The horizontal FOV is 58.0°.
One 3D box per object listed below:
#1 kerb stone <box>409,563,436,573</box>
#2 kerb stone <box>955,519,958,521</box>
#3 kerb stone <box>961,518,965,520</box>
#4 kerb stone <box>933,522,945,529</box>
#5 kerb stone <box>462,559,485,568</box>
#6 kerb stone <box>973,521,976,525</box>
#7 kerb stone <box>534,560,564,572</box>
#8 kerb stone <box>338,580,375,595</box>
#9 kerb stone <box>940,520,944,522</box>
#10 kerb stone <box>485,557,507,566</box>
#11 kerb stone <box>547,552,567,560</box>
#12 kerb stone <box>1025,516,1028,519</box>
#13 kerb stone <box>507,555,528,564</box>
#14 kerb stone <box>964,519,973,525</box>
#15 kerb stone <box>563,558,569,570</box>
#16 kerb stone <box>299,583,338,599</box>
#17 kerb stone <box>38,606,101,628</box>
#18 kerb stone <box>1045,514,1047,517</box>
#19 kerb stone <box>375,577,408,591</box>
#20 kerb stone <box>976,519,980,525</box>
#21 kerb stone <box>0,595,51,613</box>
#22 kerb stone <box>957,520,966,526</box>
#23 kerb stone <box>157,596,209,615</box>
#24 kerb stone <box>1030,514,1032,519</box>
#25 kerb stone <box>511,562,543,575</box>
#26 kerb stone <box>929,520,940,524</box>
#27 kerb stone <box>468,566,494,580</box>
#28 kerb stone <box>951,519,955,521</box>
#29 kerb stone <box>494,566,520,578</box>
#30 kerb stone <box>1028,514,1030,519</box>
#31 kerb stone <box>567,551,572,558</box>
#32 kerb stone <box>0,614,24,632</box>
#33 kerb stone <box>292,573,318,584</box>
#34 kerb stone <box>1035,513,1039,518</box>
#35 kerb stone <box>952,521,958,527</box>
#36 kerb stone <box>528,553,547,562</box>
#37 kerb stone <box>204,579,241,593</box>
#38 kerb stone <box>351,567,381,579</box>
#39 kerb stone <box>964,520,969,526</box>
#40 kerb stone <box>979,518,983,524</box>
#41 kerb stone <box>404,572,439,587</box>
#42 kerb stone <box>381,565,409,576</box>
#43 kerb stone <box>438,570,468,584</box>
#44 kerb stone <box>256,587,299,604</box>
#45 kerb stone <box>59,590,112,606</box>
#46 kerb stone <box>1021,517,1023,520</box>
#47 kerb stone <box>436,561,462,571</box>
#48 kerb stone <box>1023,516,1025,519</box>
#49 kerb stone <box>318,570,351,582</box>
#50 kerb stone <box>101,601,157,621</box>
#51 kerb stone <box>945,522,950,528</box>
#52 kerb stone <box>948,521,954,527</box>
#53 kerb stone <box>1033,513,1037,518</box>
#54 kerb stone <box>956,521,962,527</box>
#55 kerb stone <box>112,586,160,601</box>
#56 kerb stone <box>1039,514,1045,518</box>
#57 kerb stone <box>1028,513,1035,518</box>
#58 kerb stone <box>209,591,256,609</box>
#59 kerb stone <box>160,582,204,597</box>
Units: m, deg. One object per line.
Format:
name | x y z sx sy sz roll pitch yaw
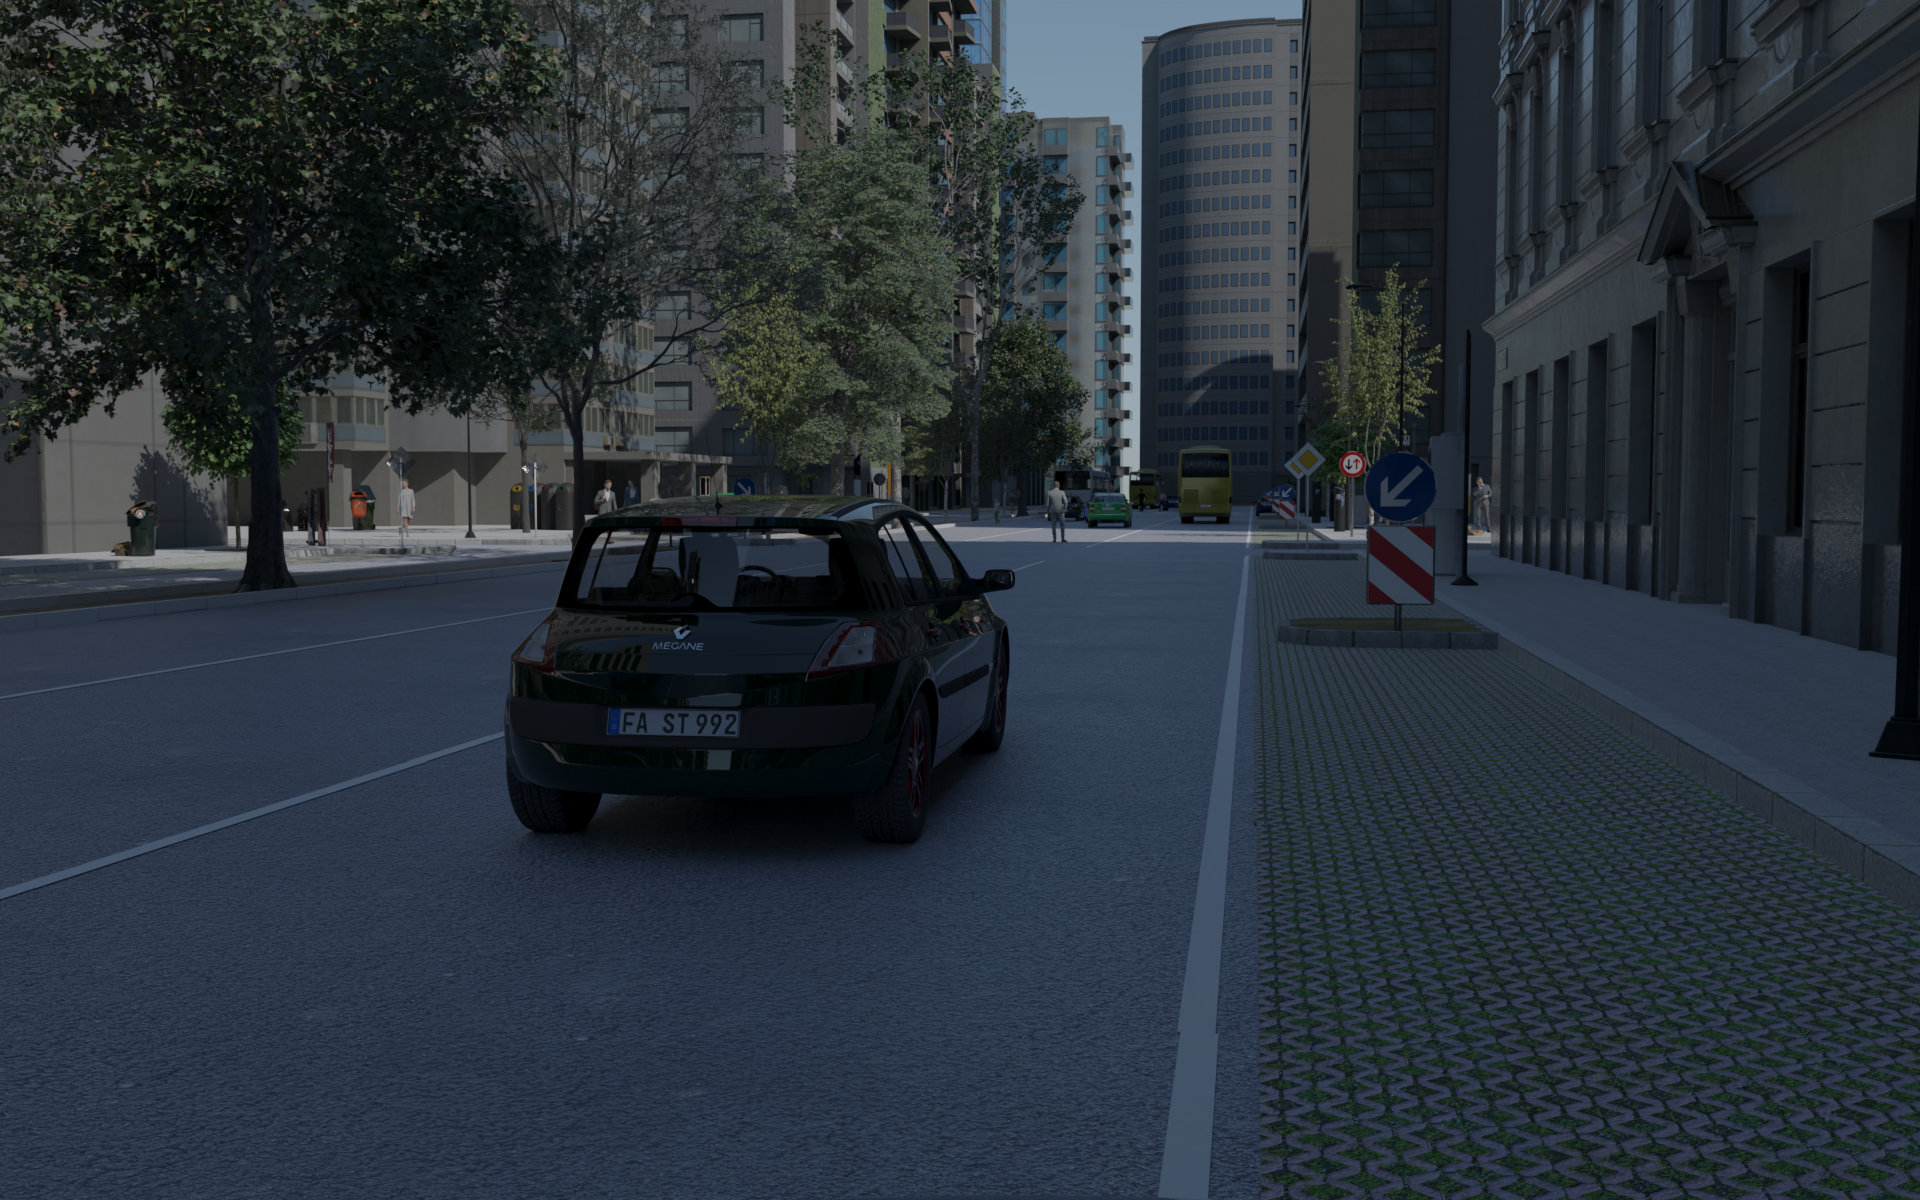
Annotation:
kerb stone | -9.875 -0.572 31.545 0.120 0.150 1.000 1 4 10
kerb stone | -0.371 -4.001 87.699 0.120 0.150 1.000 1 4 10
kerb stone | -0.027 -4.127 89.723 0.120 0.150 1.000 1 4 10
kerb stone | -0.862 -3.050 72.181 0.120 0.150 1.000 1 4 10
kerb stone | -9.536 -0.695 33.561 0.120 0.150 1.000 1 4 10
kerb stone | 0.504 -3.552 80.273 0.120 0.150 1.000 1 4 10
kerb stone | -7.649 -0.610 32.174 0.120 0.150 1.000 1 4 10
kerb stone | -8.833 -0.179 25.115 0.120 0.150 1.000 1 4 10
kerb stone | -1.050 -3.758 83.644 0.120 0.150 1.000 1 4 10
kerb stone | -9.364 -0.757 34.568 0.120 0.150 1.000 1 4 10
kerb stone | -8.849 -0.942 37.592 0.120 0.150 1.000 1 4 10
kerb stone | 3.583 -4.662 98.451 0.120 0.150 1.000 1 4 10
kerb stone | -9.188 -0.816 35.577 0.120 0.150 1.000 1 4 10
kerb stone | 0.335 -3.491 79.265 0.120 0.150 1.000 1 4 10
kerb stone | -7.467 -0.670 33.187 0.120 0.150 1.000 1 4 10
kerb stone | -9.005 -0.114 24.107 0.120 0.150 1.000 1 4 10
kerb stone | -9.862 0.192 19.049 0.120 0.150 1.000 1 4 10
kerb stone | 5.121 -5.216 107.550 0.120 0.150 1.000 1 4 10
kerb stone | -8.670 -0.239 26.124 0.120 0.150 1.000 1 4 10
kerb stone | 0.679 -3.608 81.282 0.120 0.150 1.000 1 4 10
kerb stone | -11.590 0.046 21.447 0.120 0.150 1.000 1 4 10
kerb stone | -0.008 -3.367 77.247 0.120 0.150 1.000 1 4 10
kerb stone | -9.525 0.070 21.068 0.120 0.150 1.000 1 4 10
kerb stone | 3.925 -4.786 100.472 0.120 0.150 1.000 1 4 10
kerb stone | -7.809 -0.549 31.165 0.120 0.150 1.000 1 4 10
kerb stone | -1.222 -3.695 82.637 0.120 0.150 1.000 1 4 10
kerb stone | -8.155 -0.425 29.151 0.120 0.150 1.000 1 4 10
kerb stone | -0.539 -3.945 86.690 0.120 0.150 1.000 1 4 10
kerb stone | -7.976 -0.487 30.157 0.120 0.150 1.000 1 4 10
kerb stone | 3.749 -4.726 99.462 0.120 0.150 1.000 1 4 10
kerb stone | -8.681 -1.003 38.607 0.120 0.150 1.000 1 4 10
kerb stone | -10.031 0.254 18.041 0.120 0.150 1.000 1 4 10
kerb stone | -10.554 -0.318 27.509 0.120 0.150 1.000 1 4 10
kerb stone | 4.441 -4.973 103.509 0.120 0.150 1.000 1 4 10
kerb stone | -0.349 -3.235 75.218 0.120 0.150 1.000 1 4 10
kerb stone | -9.027 -0.878 36.586 0.120 0.150 1.000 1 4 10
kerb stone | -10.902 -0.202 25.494 0.120 0.150 1.000 1 4 10
kerb stone | -10.220 -0.448 29.526 0.120 0.150 1.000 1 4 10
kerb stone | 0.159 -3.427 78.258 0.120 0.150 1.000 1 4 10
kerb stone | 0.850 -3.676 82.290 0.120 0.150 1.000 1 4 10
kerb stone | -8.498 -0.302 27.131 0.120 0.150 1.000 1 4 10
kerb stone | -10.049 -0.510 30.538 0.120 0.150 1.000 1 4 10
kerb stone | -8.324 -0.362 28.143 0.120 0.150 1.000 1 4 10
kerb stone | -9.182 -0.055 23.092 0.120 0.150 1.000 1 4 10
kerb stone | -11.412 -0.016 22.455 0.120 0.150 1.000 1 4 10
kerb stone | 3.238 -4.539 96.435 0.120 0.150 1.000 1 4 10
kerb stone | -9.700 -0.630 32.552 0.120 0.150 1.000 1 4 10
kerb stone | 3.417 -4.602 97.442 0.120 0.150 1.000 1 4 10
kerb stone | -10.389 -0.382 28.519 0.120 0.150 1.000 1 4 10
kerb stone | -9.697 0.131 20.059 0.120 0.150 1.000 1 4 10
kerb stone | -0.691 -3.119 73.189 0.120 0.150 1.000 1 4 10
kerb stone | -0.528 -3.181 74.198 0.120 0.150 1.000 1 4 10
kerb stone | 4.265 -4.911 102.494 0.120 0.150 1.000 1 4 10
kerb stone | -0.172 -3.301 76.232 0.120 0.150 1.000 1 4 10
kerb stone | -11.247 -0.077 23.464 0.120 0.150 1.000 1 4 10
kerb stone | 4.949 -5.152 106.536 0.120 0.150 1.000 1 4 10
kerb stone | 4.098 -4.849 101.480 0.120 0.150 1.000 1 4 10
kerb stone | -9.343 0.010 22.074 0.120 0.150 1.000 1 4 10
kerb stone | -11.074 -0.139 24.480 0.120 0.150 1.000 1 4 10
